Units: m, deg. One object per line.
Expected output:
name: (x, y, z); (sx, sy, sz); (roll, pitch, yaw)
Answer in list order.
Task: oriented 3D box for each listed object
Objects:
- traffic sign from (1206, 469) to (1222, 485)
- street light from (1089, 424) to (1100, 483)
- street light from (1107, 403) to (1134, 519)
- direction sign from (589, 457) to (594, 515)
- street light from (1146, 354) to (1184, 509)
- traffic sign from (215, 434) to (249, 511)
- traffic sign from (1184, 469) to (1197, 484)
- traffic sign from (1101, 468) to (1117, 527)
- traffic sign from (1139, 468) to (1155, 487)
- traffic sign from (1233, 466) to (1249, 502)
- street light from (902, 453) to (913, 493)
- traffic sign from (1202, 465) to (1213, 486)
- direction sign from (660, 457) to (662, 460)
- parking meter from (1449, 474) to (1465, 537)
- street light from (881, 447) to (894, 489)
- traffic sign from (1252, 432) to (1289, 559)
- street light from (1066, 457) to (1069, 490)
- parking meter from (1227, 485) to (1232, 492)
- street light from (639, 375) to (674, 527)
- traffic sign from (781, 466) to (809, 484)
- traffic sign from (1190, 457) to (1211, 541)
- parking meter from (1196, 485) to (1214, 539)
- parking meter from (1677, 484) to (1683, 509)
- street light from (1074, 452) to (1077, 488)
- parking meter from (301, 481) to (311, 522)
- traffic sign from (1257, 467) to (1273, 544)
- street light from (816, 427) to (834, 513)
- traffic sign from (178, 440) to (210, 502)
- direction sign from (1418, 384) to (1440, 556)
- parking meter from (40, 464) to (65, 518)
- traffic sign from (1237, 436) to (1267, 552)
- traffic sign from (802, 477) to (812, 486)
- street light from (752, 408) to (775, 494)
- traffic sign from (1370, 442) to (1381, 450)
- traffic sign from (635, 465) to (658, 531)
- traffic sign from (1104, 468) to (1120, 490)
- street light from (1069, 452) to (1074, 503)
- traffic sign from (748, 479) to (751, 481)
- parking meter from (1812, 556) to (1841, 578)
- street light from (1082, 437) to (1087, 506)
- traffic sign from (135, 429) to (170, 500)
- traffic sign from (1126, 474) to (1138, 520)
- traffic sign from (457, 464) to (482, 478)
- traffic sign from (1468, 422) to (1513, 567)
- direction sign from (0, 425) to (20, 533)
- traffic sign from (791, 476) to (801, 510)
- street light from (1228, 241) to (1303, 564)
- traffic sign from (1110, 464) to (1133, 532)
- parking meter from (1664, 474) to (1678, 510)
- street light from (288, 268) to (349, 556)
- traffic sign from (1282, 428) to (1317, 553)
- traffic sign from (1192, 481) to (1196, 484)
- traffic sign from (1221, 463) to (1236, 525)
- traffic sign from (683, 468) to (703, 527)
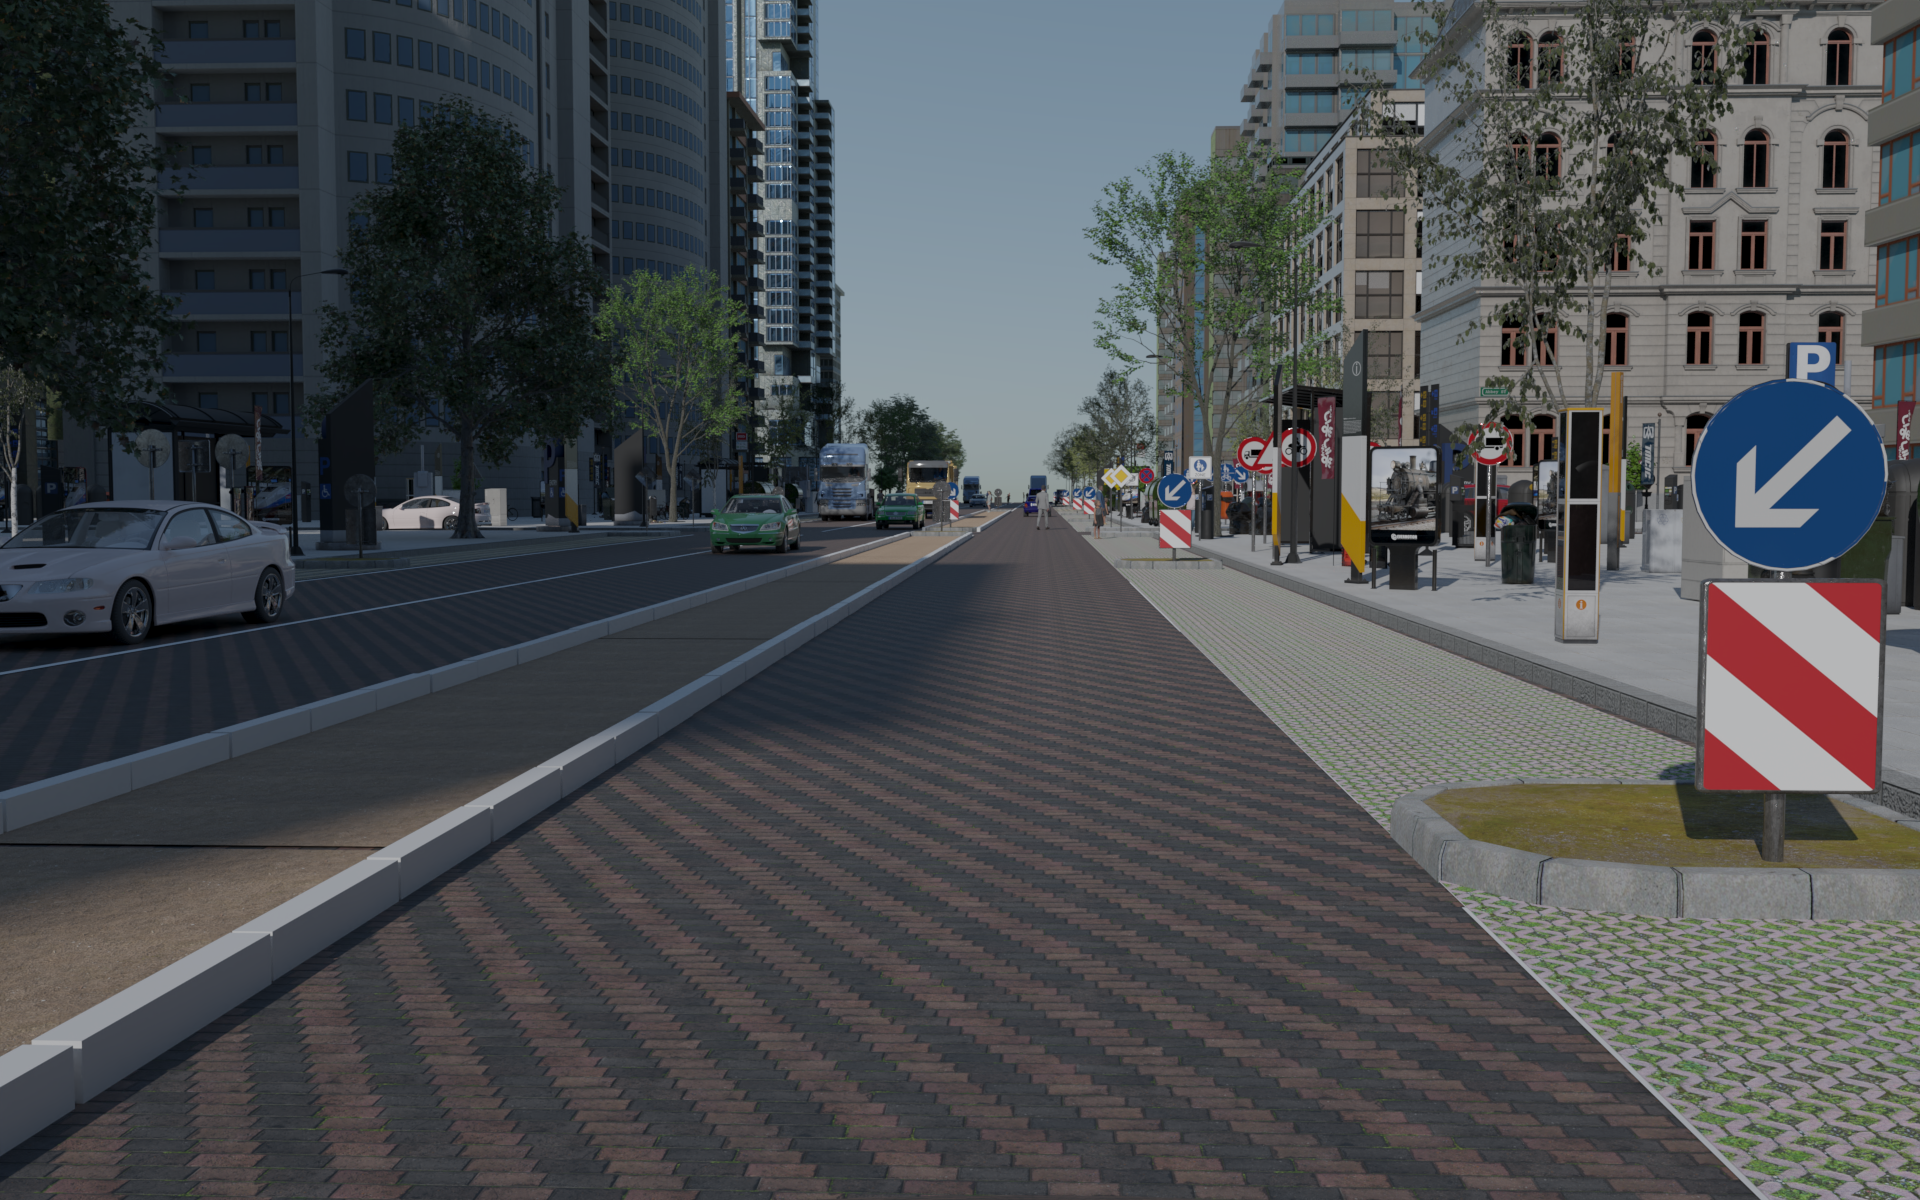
traffic sign: (10.163, -4.265, 69.832); (0.768, 2.556, 0.104); (0, 4, 4)
street light: (9.454, -8.717, 115.061); (1.470, 5.913, 1.316); (0, 4, 3)
street light: (8.235, -7.104, 88.691); (1.470, 5.913, 1.316); (0, 4, 3)
direction sign: (-22.701, -7.063, 107.481); (0.379, 3.537, 0.876); (2, 4, 28)
street light: (6.880, -5.211, 57.737); (1.470, 5.913, 1.316); (0, 4, 3)
traffic sign: (-15.415, -2.237, 36.677); (0.768, 2.556, 0.104); (0, 4, 6)
traffic sign: (11.408, -5.258, 86.077); (0.768, 2.556, 0.104); (0, 4, 5)
traffic sign: (5.810, -3.847, 66.540); (0.795, 2.450, 0.064); (0, 4, 3)
traffic sign: (9.061, -5.139, 84.127); (0.768, 2.556, 0.104); (1, 4, 11)
traffic sign: (12.904, -4.869, 79.719); (0.768, 2.556, 0.104); (0, 4, 4)
street light: (-5.954, -13.642, 195.581); (1.470, 5.913, 1.316); (0, 4, 3)
traffic sign: (8.273, -3.604, 59.034); (0.768, 2.556, 0.104); (0, 4, 8)
direction sign: (-18.118, -6.906, 104.911); (0.379, 3.537, 0.876); (0, 4, -1)
parking meter: (14.744, -2.793, 51.375); (0.399, 1.863, 0.255); (3, 5, 43)
street light: (-7.145, -12.058, 169.692); (1.470, 5.913, 1.316); (0, 4, 3)
traffic sign: (6.197, -2.087, 34.119); (0.884, 2.594, 0.081); (1, 4, 10)
street light: (14.114, -14.993, 217.668); (1.470, 5.913, 1.316); (0, 4, 3)
parking meter: (16.266, -6.065, 104.873); (0.255, 1.863, 0.399); (-3, 5, -43)
street light: (-11.827, -5.812, 67.566); (1.470, 5.913, 1.316); (0, 4, 3)
traffic sign: (-12.191, -8.157, 127.243); (2.265, 3.308, 0.079); (1, 4, 9)
traffic sign: (6.569, -2.770, 47.416); (0.606, 2.300, 0.079); (0, 4, 4)
parking meter: (7.018, -2.490, 49.120); (0.372, 1.533, 0.369); (0, 3, 0)
parking meter: (18.328, -2.166, 43.822); (0.372, 1.533, 0.369); (0, 3, 0)
street light: (11.844, -11.795, 165.389); (1.470, 5.913, 1.316); (0, 4, 3)
parking meter: (-29.692, -4.462, 78.667); (0.399, 1.863, 0.255); (2, 4, 30)
traffic sign: (7.880, -2.727, 44.692); (0.768, 2.556, 0.104); (0, 4, 4)
street light: (-9.404, -9.022, 120.043); (1.470, 5.913, 1.316); (0, 4, 3)
traffic sign: (-14.482, -1.874, 32.774); (0.606, 2.300, 0.079); (0, 4, 4)
direction sign: (9.737, -2.692, 36.012); (0.379, 3.537, 0.876); (-1, 4, -9)
parking meter: (-17.968, -1.750, 34.326); (0.399, 1.863, 0.255); (-1, 4, -23)
traffic sign: (6.521, -2.344, 38.437); (0.768, 2.556, 0.104); (0, 4, 6)
traffic sign: (-11.193, -7.740, 126.656); (0.768, 2.556, 0.104); (0, 4, 8)
street light: (-10.634, -7.389, 93.354); (1.470, 5.913, 1.316); (0, 4, 3)
traffic sign: (9.949, -2.568, 42.096); (0.768, 2.556, 0.104); (0, 4, 7)
traffic sign: (-10.731, -3.405, 59.319); (0.795, 2.450, 0.064); (0, 4, 3)
traffic sign: (12.532, -8.775, 137.337); (2.265, 3.308, 0.079); (0, 4, 4)
street light: (13.030, -13.372, 191.177); (1.470, 5.913, 1.316); (0, 4, 3)
traffic sign: (-14.539, -7.261, 120.844); (0.606, 2.300, 0.079); (1, 4, 12)
parking meter: (7.580, -0.422, 15.305); (0.372, 1.533, 0.369); (0, 3, 0)
street light: (10.624, -10.294, 140.849); (1.470, 5.913, 1.316); (0, 4, 3)
traffic sign: (-15.805, -2.065, 33.876); (0.768, 2.556, 0.104); (0, 4, 8)
traffic sign: (8.488, -5.099, 85.501); (0.606, 2.300, 0.079); (0, 4, 5)
traffic sign: (-16.475, -3.557, 58.162); (0.884, 2.594, 0.081); (0, 4, 5)
traffic sign: (9.308, -1.857, 30.468); (0.768, 2.556, 0.104); (1, 4, 12)
direction sign: (-31.440, -3.977, 57.027); (0.876, 3.537, 0.379); (-1, 4, -20)
traffic sign: (-11.528, -7.433, 121.630); (0.768, 2.556, 0.104); (1, 4, 9)
street light: (5.630, -3.634, 31.952); (1.470, 5.913, 1.316); (0, 4, 3)
traffic sign: (5.446, -3.359, 58.563); (0.795, 2.450, 0.064); (0, 4, 3)
parking meter: (20.890, -2.766, 50.934); (0.399, 1.863, 0.255); (-3, 5, -45)
street light: (-13.276, -3.871, 35.828); (1.470, 5.913, 1.316); (0, 4, 3)
traffic sign: (6.442, -2.026, 33.226); (0.768, 2.556, 0.104); (1, 4, 11)
traffic sign: (12.206, -5.622, 92.020); (0.768, 2.556, 0.104); (0, 4, 4)
traffic sign: (11.033, -4.388, 71.852); (0.768, 2.556, 0.104); (0, 4, 6)
traffic sign: (-10.367, -3.893, 67.296); (0.795, 2.450, 0.064); (0, 4, 3)
